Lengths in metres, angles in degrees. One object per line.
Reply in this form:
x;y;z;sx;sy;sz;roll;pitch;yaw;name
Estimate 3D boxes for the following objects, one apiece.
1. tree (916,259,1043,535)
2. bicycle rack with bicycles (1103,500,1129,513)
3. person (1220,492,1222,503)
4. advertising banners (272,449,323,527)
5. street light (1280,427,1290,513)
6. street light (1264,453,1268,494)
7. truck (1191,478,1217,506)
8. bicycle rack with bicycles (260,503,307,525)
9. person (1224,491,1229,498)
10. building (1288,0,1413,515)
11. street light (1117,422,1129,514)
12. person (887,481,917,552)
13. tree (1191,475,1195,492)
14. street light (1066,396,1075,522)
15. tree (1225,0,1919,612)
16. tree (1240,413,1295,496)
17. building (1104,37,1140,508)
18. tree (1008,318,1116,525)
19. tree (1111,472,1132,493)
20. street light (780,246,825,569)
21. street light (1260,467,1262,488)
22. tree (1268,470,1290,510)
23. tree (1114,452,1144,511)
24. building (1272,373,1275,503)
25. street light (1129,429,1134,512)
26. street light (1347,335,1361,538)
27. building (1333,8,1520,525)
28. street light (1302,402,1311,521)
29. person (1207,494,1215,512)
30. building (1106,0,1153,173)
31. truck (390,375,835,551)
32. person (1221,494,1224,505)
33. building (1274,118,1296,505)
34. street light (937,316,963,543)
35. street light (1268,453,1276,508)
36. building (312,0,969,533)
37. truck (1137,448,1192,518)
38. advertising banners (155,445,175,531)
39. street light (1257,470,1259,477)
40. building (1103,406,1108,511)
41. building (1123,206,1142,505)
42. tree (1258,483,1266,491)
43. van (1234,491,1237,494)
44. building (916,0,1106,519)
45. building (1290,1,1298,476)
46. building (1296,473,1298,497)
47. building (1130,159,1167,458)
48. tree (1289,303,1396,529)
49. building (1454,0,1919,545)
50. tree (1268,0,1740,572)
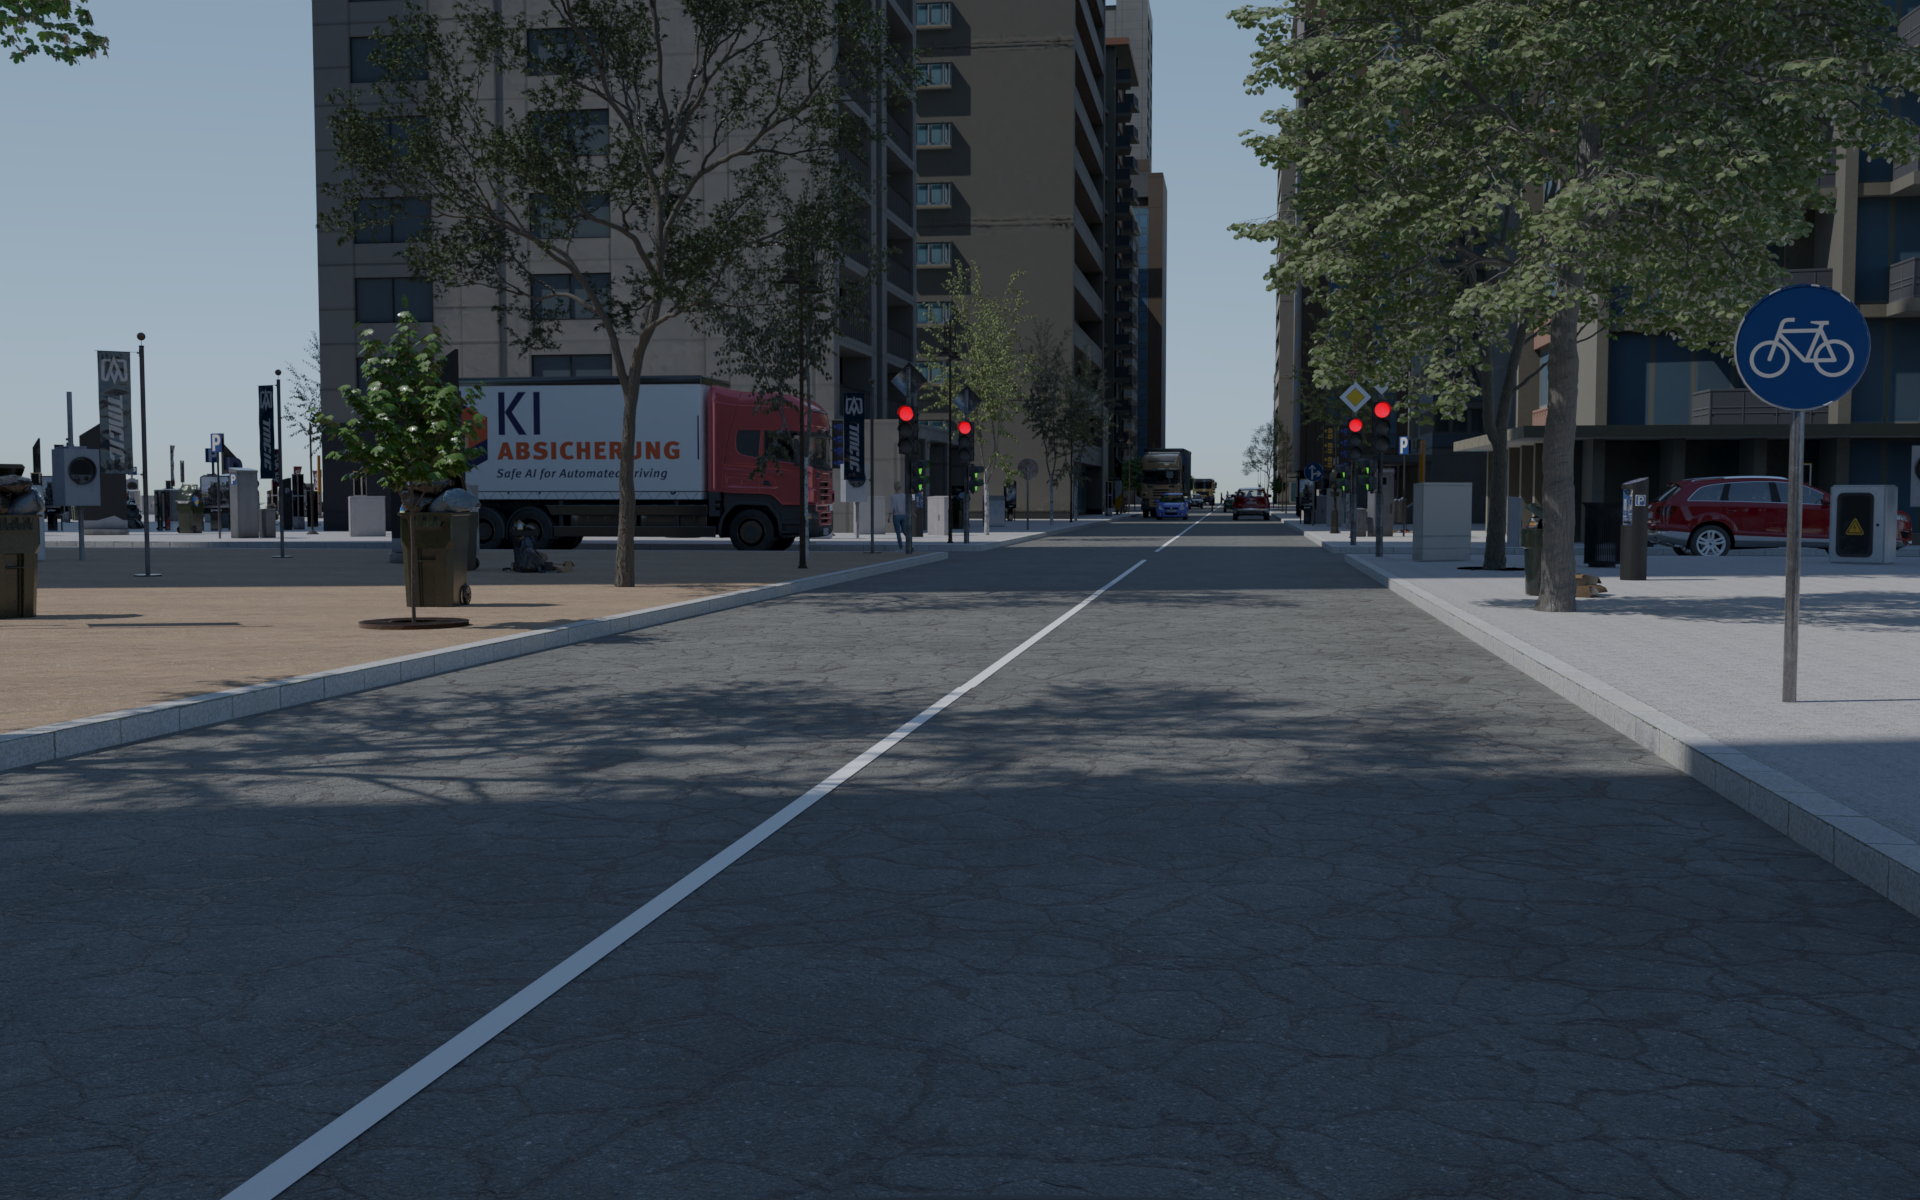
0.712;-6.321;53.712;4.737;8.622;4.395;0;3;0;tree
10.097;-6.182;114.455;2.852;0.926;2.925;0;4;7;bicycle rack with bicycles
39.970;-15.618;264.654;0.445;1.727;0.742;0;4;8;person
-25.880;-4.353;67.359;0.090;3.025;2.074;3;5;41;advertising banners
23.358;-9.327;125.290;0.468;5.910;1.993;1;4;9;street light
34.036;-13.407;191.991;0.468;5.910;1.993;1;4;9;street light
30.511;-13.497;216.600;3.469;3.379;9.791;1;4;10;truck
-28.784;-3.610;72.402;2.852;0.926;2.925;1;4;19;bicycle rack with bicycles
31.350;-11.913;203.282;0.705;1.822;1.348;-1;4;-18;person
27.813;-27.884;106.019;14.600;45.320;14.200;1;4;9;building
10.357;-8.471;111.281;0.468;5.910;1.993;1;4;9;street light
-1.335;-2.021;42.208;0.731;1.740;0.598;-3;5;-44;person
36.146;-17.867;275.837;4.285;4.588;4.351;0;3;0;tree
5.032;-6.451;78.267;0.468;5.910;1.993;1;4;9;street light
6.915;-6.133;18.399;7.486;12.596;7.792;0;3;0;tree
35.814;-16.239;199.918;7.601;10.594;8.767;1;4;23;tree
5.620;-31.278;166.015;22.147;44.769;28.867;1;4;9;building
3.883;-7.430;71.838;4.360;8.622;3.978;0;3;0;tree
11.969;-8.178;128.308;1.663;3.219;1.824;0;3;0;tree
-2.715;-3.481;29.703;0.468;5.910;1.993;1;4;9;street light
36.649;-14.396;208.155;0.468;5.910;1.993;1;4;9;street light
29.678;-10.148;160.524;1.663;3.219;1.824;0;3;0;tree
13.564;-9.162;133.518;4.285;4.588;4.351;0;3;0;tree
57.293;-24.014;237.668;27.650;21.520;28.899;1;4;9;building
11.828;-9.046;120.691;0.468;5.910;1.993;1;4;9;street light
11.430;-4.743;50.333;0.468;5.910;1.993;1;4;9;street light
33.603;-23.608;77.865;32.217;40.220;23.993;1;4;9;building
16.643;-6.763;83.365;0.468;5.910;1.993;1;4;9;street light
20.182;-7.808;139.401;0.697;1.427;0.421;-1;4;-16;person
19.796;-49.902;254.145;20.563;71.187;20.611;1;4;9;building
-8.122;-3.266;42.316;11.283;4.237;2.839;1;4;9;truck
35.451;-13.592;233.958;0.599;1.433;0.991;0;4;-5;person
49.732;-35.987;212.091;21.300;48.544;21.600;1;4;9;building
-0.256;-4.422;45.090;0.468;5.910;1.993;1;4;9;street light
28.681;-11.347;158.304;0.468;5.910;1.993;1;4;9;street light
-10.405;-38.416;66.360;20.563;71.187;20.611;1;4;9;building
12.888;-7.292;108.129;2.839;4.237;11.283;1;4;11;truck
-28.045;-3.976;61.198;0.090;3.025;2.074;0;4;-6;advertising banners
41.967;-16.450;241.736;0.468;5.910;1.993;1;4;9;street light
0.969;-50.309;135.225;22.319;86.520;31.000;1;4;9;building
9.670;-32.172;217.894;32.217;40.220;23.993;1;4;9;building
47.079;-16.967;272.007;1.663;3.219;1.824;0;3;0;tree
41.414;-15.309;257.314;2.013;2.044;4.112;1;4;9;van
-3.162;-29.062;98.864;21.300;48.544;21.600;1;4;9;building
47.816;-35.749;173.727;28.713;52.752;27.495;1;4;9;building
37.225;-28.783;154.193;14.154;41.232;14.086;1;4;9;building
20.871;-35.826;235.862;14.600;45.320;14.200;1;4;9;building
14.284;-6.941;63.843;4.737;8.622;4.395;0;3;0;tree
30.135;-24.224;50.689;28.867;44.769;22.147;1;4;9;building
8.981;-6.297;28.715;9.928;11.665;9.643;0;3;0;tree
